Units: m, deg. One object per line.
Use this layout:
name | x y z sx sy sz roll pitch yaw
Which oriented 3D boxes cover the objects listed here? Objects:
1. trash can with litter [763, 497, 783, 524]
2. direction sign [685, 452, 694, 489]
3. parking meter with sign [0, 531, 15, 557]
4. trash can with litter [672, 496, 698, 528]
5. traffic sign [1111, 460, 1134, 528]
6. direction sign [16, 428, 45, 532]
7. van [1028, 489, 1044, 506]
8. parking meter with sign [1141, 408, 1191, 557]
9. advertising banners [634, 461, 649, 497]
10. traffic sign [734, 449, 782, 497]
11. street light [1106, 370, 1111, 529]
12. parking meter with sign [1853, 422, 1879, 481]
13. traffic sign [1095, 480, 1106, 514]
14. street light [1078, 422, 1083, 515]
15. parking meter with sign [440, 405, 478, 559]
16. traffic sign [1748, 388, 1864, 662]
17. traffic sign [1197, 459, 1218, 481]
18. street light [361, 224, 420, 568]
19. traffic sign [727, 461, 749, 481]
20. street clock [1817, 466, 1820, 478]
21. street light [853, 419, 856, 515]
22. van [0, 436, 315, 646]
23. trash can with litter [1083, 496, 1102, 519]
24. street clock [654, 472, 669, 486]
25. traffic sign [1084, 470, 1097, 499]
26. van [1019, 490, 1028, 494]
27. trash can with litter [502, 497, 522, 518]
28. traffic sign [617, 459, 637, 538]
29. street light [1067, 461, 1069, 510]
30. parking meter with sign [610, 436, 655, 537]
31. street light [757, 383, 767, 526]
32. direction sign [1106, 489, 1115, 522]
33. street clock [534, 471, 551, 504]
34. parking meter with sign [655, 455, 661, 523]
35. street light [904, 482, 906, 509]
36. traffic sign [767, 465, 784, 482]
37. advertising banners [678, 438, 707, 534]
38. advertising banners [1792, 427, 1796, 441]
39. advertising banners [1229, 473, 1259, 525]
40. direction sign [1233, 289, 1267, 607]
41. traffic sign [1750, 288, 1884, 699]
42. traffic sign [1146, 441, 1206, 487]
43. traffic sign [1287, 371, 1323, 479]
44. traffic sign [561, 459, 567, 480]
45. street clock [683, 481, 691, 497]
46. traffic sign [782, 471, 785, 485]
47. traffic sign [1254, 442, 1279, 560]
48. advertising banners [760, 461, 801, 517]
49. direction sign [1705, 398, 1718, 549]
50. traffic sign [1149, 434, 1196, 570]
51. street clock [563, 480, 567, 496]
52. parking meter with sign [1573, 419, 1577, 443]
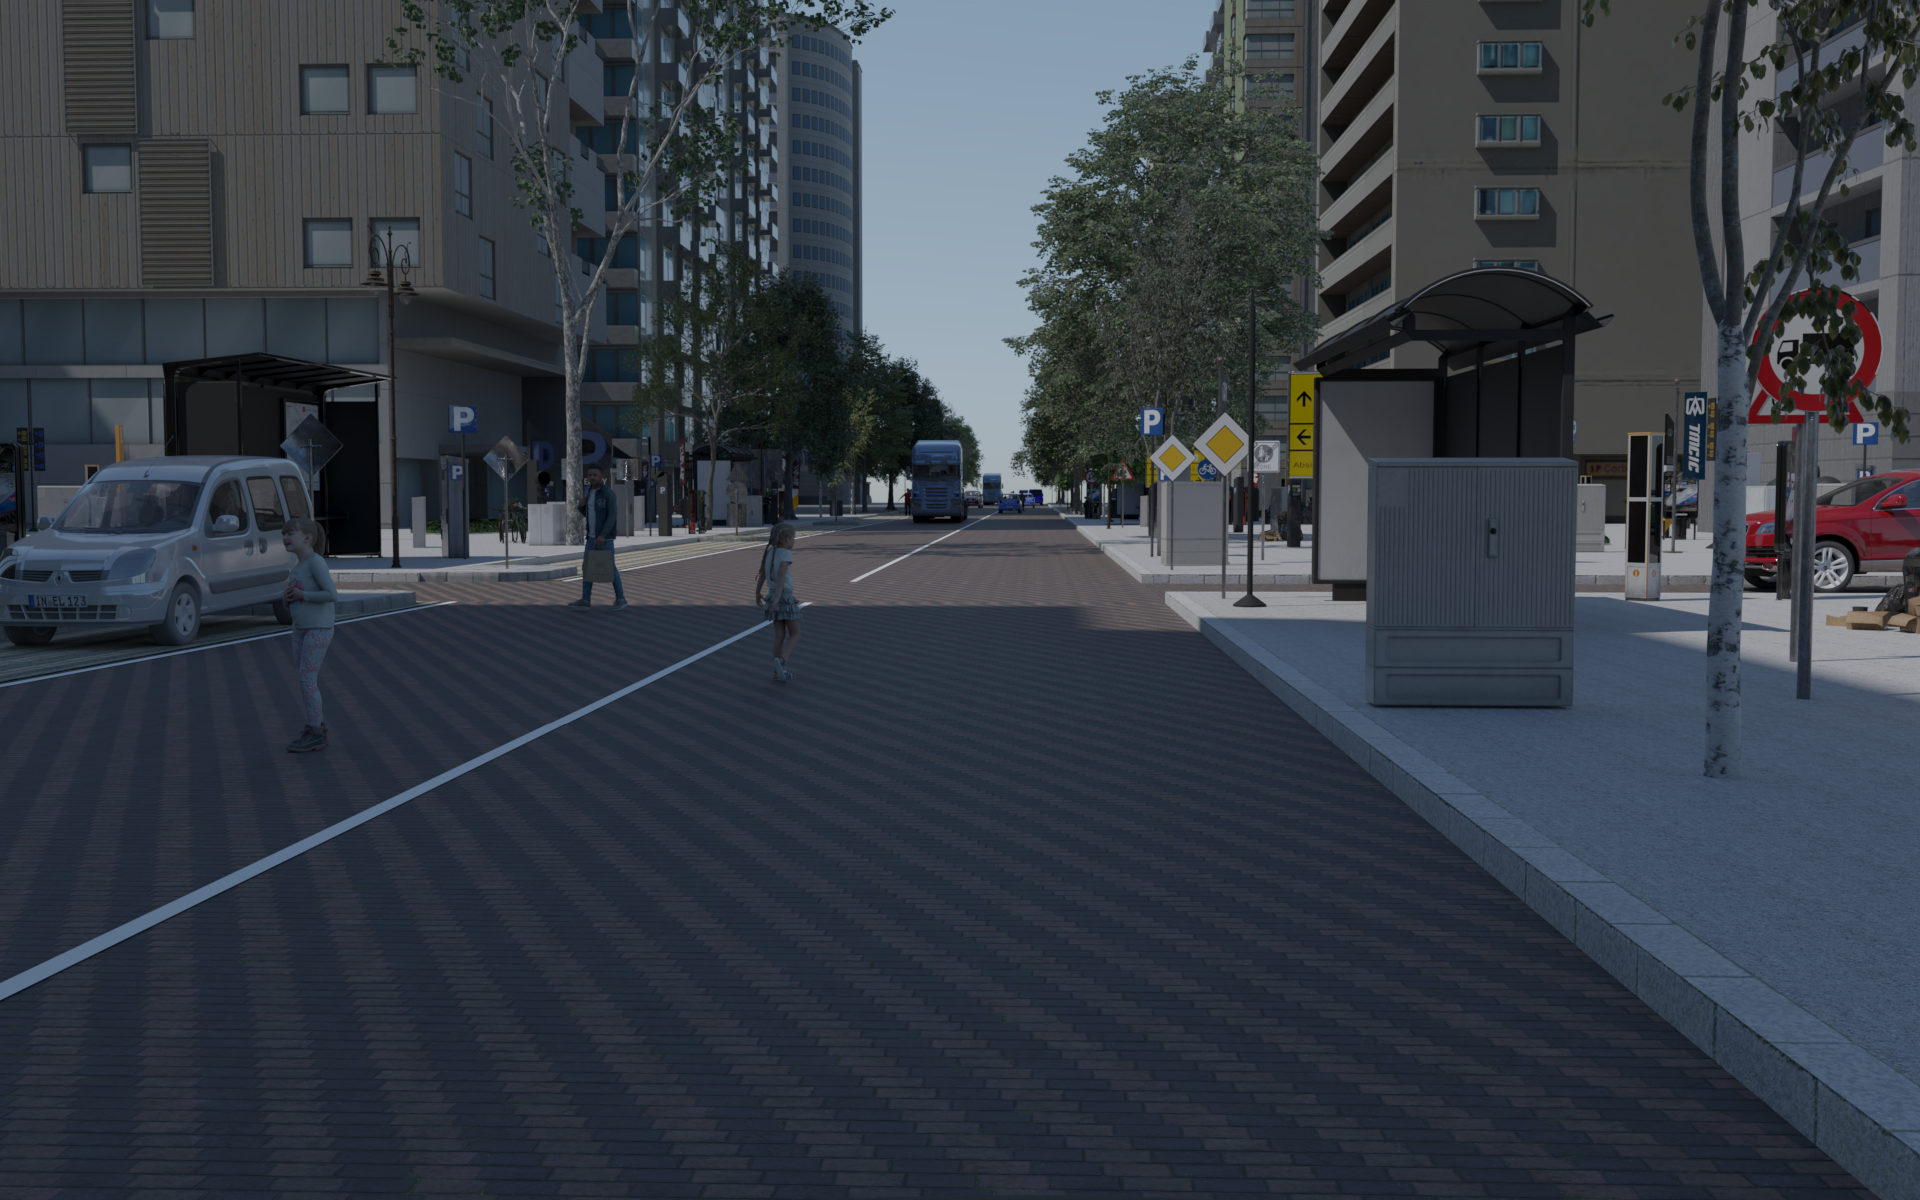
trash can with litter | -8.059 -3.830 74.000 0.624 1.170 1.055 2 4 34
direction sign | -14.328 -6.138 92.347 0.876 3.537 0.379 0 4 4
parking meter with sign | -11.623 -1.417 19.421 1.738 3.016 0.543 -1 4 -15
trash can with litter | -10.376 -3.343 65.721 1.678 1.210 2.233 -1 4 -17
traffic sign | 6.148 -4.001 65.428 0.884 2.594 0.081 1 4 12
direction sign | -31.666 -4.104 59.092 0.876 3.537 0.379 0 4 -7
van | 9.251 -12.800 213.660 2.240 2.365 5.245 0 4 1
parking meter with sign | 4.455 -2.420 35.829 0.543 3.016 1.738 3 5 41
advertising banners | -17.406 -5.893 92.533 2.074 3.025 0.090 2 4 28
traffic sign | -9.174 -5.185 78.654 2.265 3.308 0.079 1 4 10
street light | 5.476 -5.553 63.581 0.468 5.910 1.993 0 4 2
parking meter with sign | 22.411 -2.848 42.819 0.543 3.016 1.738 2 4 31
traffic sign | 7.325 -5.546 90.681 0.884 2.594 0.081 1 4 9
street light | 7.290 -8.011 103.765 0.468 5.910 1.993 0 4 2
parking meter with sign | -10.116 -2.355 34.759 0.543 3.016 1.738 -2 4 -27
traffic sign | 6.378 -0.805 13.172 0.884 2.594 0.081 0 4 6
traffic sign | 8.831 -3.774 61.803 0.768 2.556 0.104 1 4 8
street light | -9.825 -3.500 30.009 0.468 5.910 1.993 0 4 2
traffic sign | -8.871 -4.224 69.066 0.884 2.594 0.081 0 4 5
street clock | 21.425 -2.384 43.556 0.358 2.002 0.471 1 4 13
street light | -6.470 -8.174 106.427 0.468 5.910 1.993 0 4 2
van | -8.042 -0.647 17.590 2.013 2.044 4.112 0 4 2
trash can with litter | 6.816 -4.727 88.668 1.055 1.170 0.624 3 5 43
street clock | -9.583 -3.130 55.739 0.471 2.002 0.358 -3 5 -40
traffic sign | 6.835 -5.494 89.934 0.768 2.556 0.104 0 4 5
van | 9.549 -15.255 253.797 2.240 2.365 5.245 0 4 4
trash can with litter | -16.414 -3.135 62.647 0.624 1.170 1.055 3 4 38
traffic sign | -9.708 -2.959 50.502 0.606 2.300 0.079 0 4 3
street light | 8.679 -10.185 139.308 0.468 5.910 1.993 0 4 2
parking meter with sign | -10.183 -3.422 52.205 1.738 3.016 0.543 -1 4 -10
street light | -8.048 -5.958 70.195 0.468 5.910 1.993 0 4 2
direction sign | 6.912 -5.349 79.450 0.379 3.537 0.876 0 4 -1
street clock | -13.090 -3.044 54.340 0.471 2.002 0.358 -3 5 -44
parking meter with sign | -13.949 -4.970 77.527 0.543 3.016 1.738 -2 4 -32
street light | -4.679 -10.685 147.488 0.468 5.910 1.993 0 4 2
traffic sign | -8.040 -4.615 75.554 0.768 2.556 0.104 0 4 3
advertising banners | -8.581 -3.625 55.459 0.090 3.025 2.074 1 4 16
advertising banners | 21.311 -3.012 45.431 0.090 3.025 2.074 -2 4 -32
advertising banners | 11.550 -4.581 71.086 0.090 3.025 2.074 -3 4 -38
direction sign | 3.306 -1.692 19.657 0.379 3.537 0.876 1 4 10
traffic sign | 5.286 -0.652 10.774 0.768 2.556 0.104 1 4 11
traffic sign | 8.147 -4.376 65.427 2.265 3.308 0.079 0 4 6
traffic sign | 6.550 -2.125 28.616 2.265 3.308 0.079 1 4 10
traffic sign | -11.222 -2.934 50.099 0.606 2.300 0.079 0 4 4
street clock | -14.733 -5.455 93.765 0.358 2.002 0.471 2 4 30
traffic sign | -9.455 -5.730 93.791 0.768 2.556 0.104 0 4 8
traffic sign | 5.859 -1.916 33.463 0.606 2.300 0.079 1 4 9
advertising banners | -9.497 -5.902 92.691 2.074 3.025 0.090 -1 4 -13
direction sign | 17.730 -2.973 40.610 0.379 3.537 0.876 0 4 -5
traffic sign | 3.569 -1.559 29.139 0.795 2.450 0.064 0 4 2
street clock | -14.943 -3.778 66.339 0.471 2.002 0.358 2 4 32
parking meter with sign | 13.526 -2.722 40.763 1.738 3.016 0.543 2 4 31
